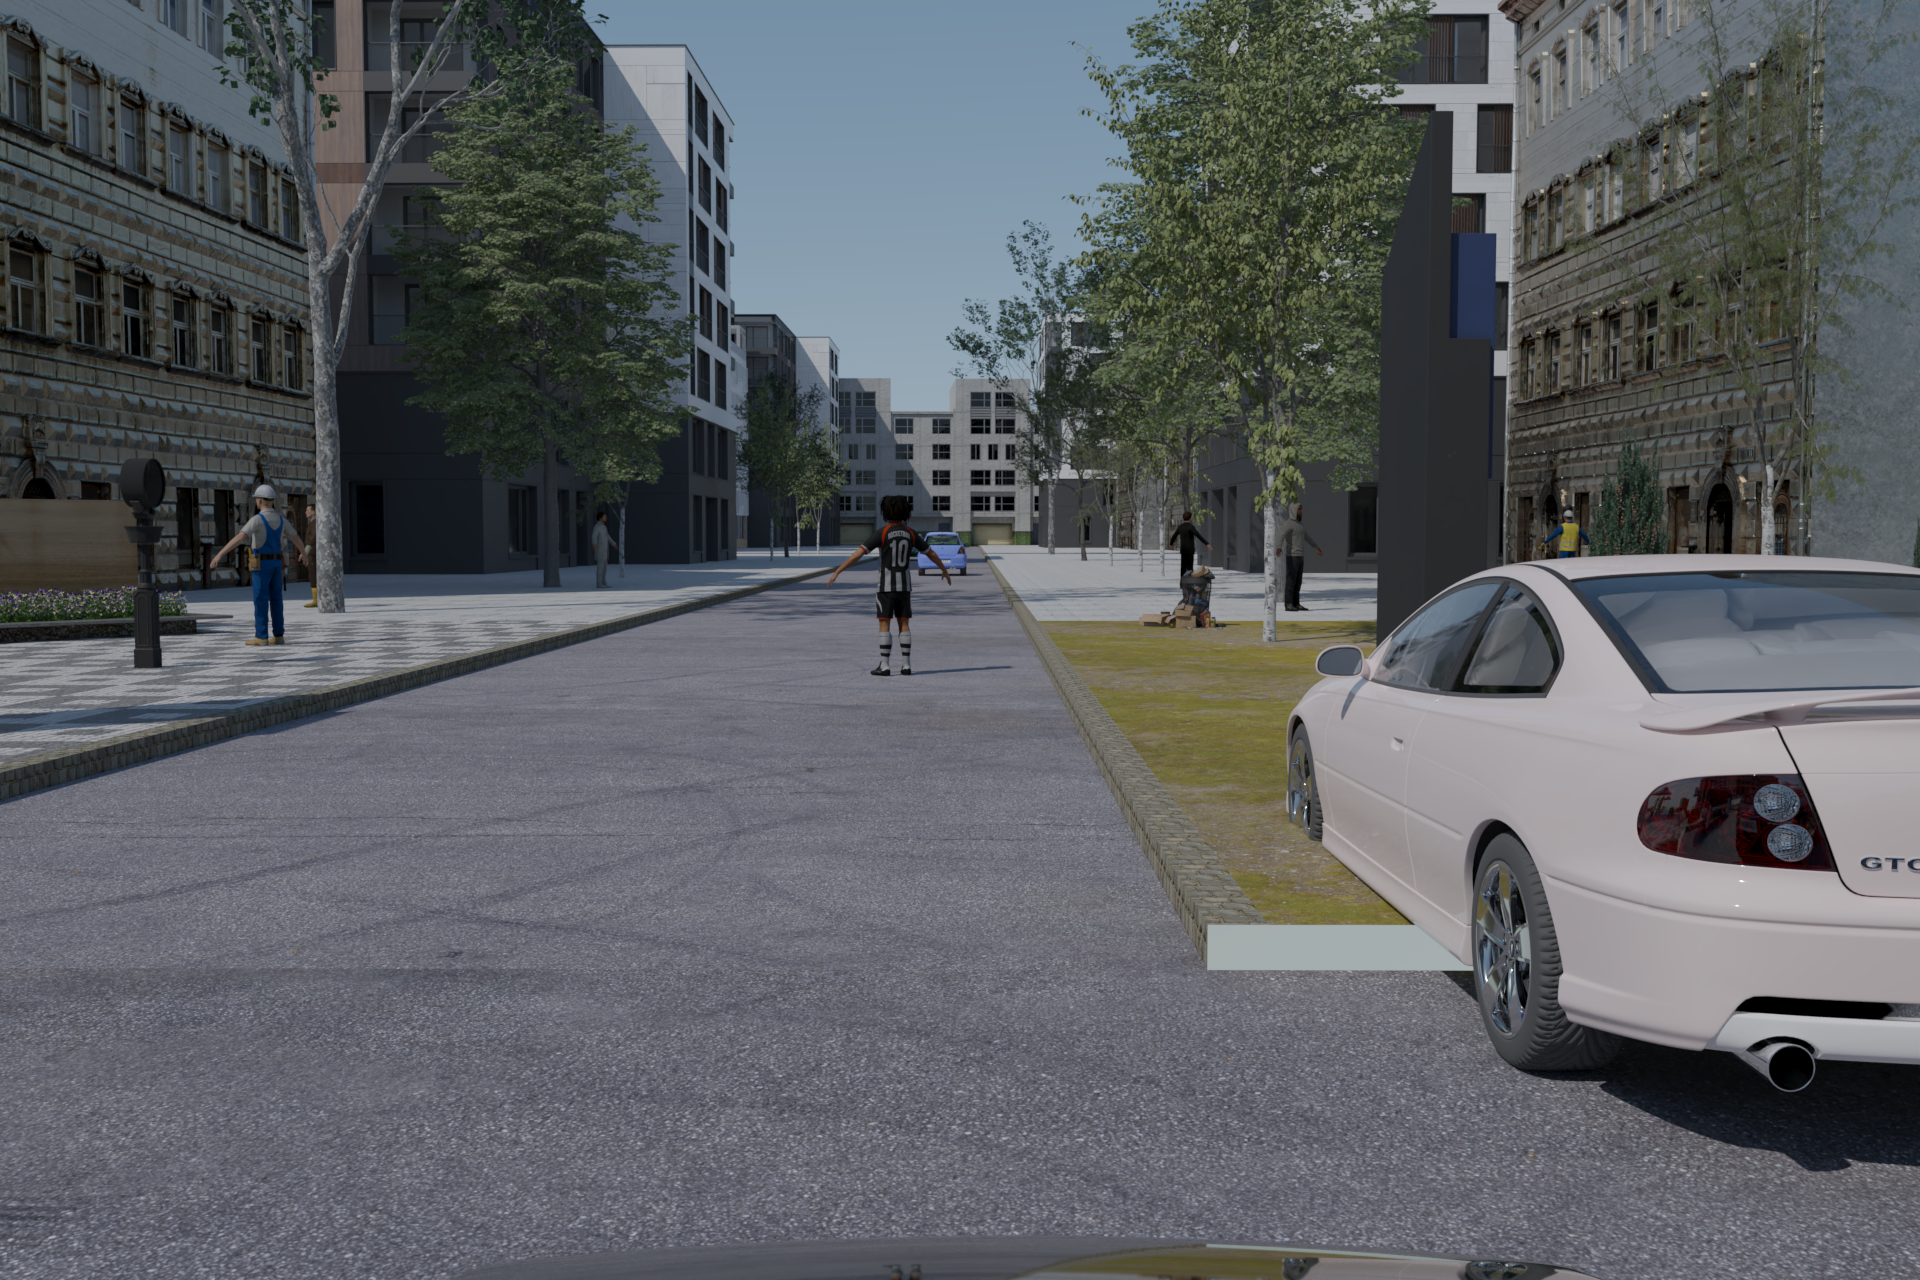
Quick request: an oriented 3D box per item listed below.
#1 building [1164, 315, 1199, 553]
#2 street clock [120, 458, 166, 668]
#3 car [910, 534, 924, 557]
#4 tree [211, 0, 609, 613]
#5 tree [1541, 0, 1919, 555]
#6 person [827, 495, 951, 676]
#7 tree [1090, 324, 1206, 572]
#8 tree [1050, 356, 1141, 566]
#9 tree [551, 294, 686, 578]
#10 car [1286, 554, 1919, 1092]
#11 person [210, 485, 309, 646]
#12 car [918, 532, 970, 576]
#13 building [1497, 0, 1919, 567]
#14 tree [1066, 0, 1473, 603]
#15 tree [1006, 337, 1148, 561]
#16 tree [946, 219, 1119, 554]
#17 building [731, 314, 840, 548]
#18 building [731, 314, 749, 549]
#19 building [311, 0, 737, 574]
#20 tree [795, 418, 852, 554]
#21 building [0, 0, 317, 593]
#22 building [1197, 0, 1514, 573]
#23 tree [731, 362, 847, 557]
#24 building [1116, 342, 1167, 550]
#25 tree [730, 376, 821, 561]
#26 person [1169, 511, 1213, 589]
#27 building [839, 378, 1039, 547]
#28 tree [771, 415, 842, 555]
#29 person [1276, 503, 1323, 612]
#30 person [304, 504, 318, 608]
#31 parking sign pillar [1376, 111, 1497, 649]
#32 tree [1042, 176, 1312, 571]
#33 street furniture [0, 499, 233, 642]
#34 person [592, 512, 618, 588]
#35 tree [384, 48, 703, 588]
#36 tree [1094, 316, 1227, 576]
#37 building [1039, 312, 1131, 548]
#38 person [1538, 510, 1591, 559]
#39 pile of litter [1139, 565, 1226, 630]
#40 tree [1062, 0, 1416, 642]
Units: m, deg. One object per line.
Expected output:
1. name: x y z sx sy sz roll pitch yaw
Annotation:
1. building: 25.526 -18.187 128.289 19.493 23.208 18.063 0 4 0
2. street clock: -7.800 -0.735 16.583 0.358 2.002 0.471 0 3 0
3. car: -2.715 -5.041 94.211 2.131 1.459 4.920 0 4 1
4. tree: -9.039 -10.447 26.694 12.611 20.169 13.585 0 3 0
5. tree: 9.517 -4.246 19.786 4.360 8.622 3.978 0 3 0
6. person: -0.676 -0.546 17.532 1.345 1.843 0.704 -2 4 -24
7. tree: 5.963 -6.574 57.854 4.360 8.622 3.978 0 3 0
8. tree: 6.088 -7.243 68.779 4.360 8.622 3.978 0 3 0
9. tree: -9.926 -6.131 50.608 4.360 8.622 3.978 0 3 0
10. car: 2.381 0.389 6.004 2.083 1.381 4.827 0 3 0
11. person: -8.030 -0.866 20.023 0.705 1.847 1.347 2 4 28
12. car: -0.613 -3.113 60.486 1.945 1.707 3.694 0 4 -1
13. building: 25.061 -12.829 40.688 19.493 23.208 18.063 0 4 0
14. tree: 5.884 -7.000 32.579 7.486 12.596 7.792 0 3 0
15. tree: 5.619 -9.069 82.683 7.601 10.594 8.767 1 4 12
16. tree: 4.459 -15.378 107.319 12.611 20.169 13.585 0 3 0
17. building: -27.454 -20.384 177.244 27.936 21.610 32.646 0 4 1
18. building: -24.623 -17.757 146.744 16.016 20.090 11.380 0 4 1
19. building: -25.392 -13.867 70.693 27.936 21.610 32.646 0 4 1
20. tree: -9.022 -9.793 110.484 4.737 8.622 4.395 0 3 0
21. building: -26.559 -12.626 37.366 19.493 23.208 18.063 0 4 0
22. building: 23.617 -13.949 72.044 27.936 21.610 32.646 0 4 1
23. tree: -9.837 -9.805 94.728 7.601 10.594 8.767 -2 4 -25
24. building: 23.402 -19.338 147.105 19.493 23.208 18.063 0 4 0
25. tree: -8.657 -8.030 81.658 4.737 8.622 4.395 0 3 0
26. person: 5.311 -2.087 40.302 0.705 1.806 1.347 -3 4 -38
27. building: -0.888 -20.475 203.672 31.486 18.905 16.747 0 4 -3
28. tree: -9.476 -9.394 103.959 4.737 8.622 4.395 0 3 0
29. person: 5.588 -1.385 28.779 0.705 1.813 1.348 3 5 43
30. person: -11.307 -1.475 30.257 0.704 1.812 1.346 -1 4 -17
31. parking sign pillar: 3.207 -1.425 11.779 1.447 3.967 1.447 0 4 0
32. tree: 5.617 -6.738 44.572 7.601 10.594 8.767 0 4 -5
33. street furniture: -14.449 -0.850 20.748 11.010 1.723 9.812 3 4 36
34. person: -8.486 -2.139 41.166 0.705 1.806 1.347 1 4 10
35. tree: -10.273 -7.551 41.581 7.486 12.596 7.792 0 3 0
36. tree: 6.090 -6.217 52.017 4.737 8.622 4.395 0 3 0
37. building: 21.834 -20.308 176.004 27.936 21.610 32.646 0 4 0
38. person: 14.217 -2.115 40.551 1.349 1.833 0.705 -1 4 -8
39. pile of litter: 3.078 -0.616 24.044 1.176 0.858 1.719 0 4 -2
40. tree: 3.461 -4.277 20.294 4.737 8.622 4.395 0 3 0
